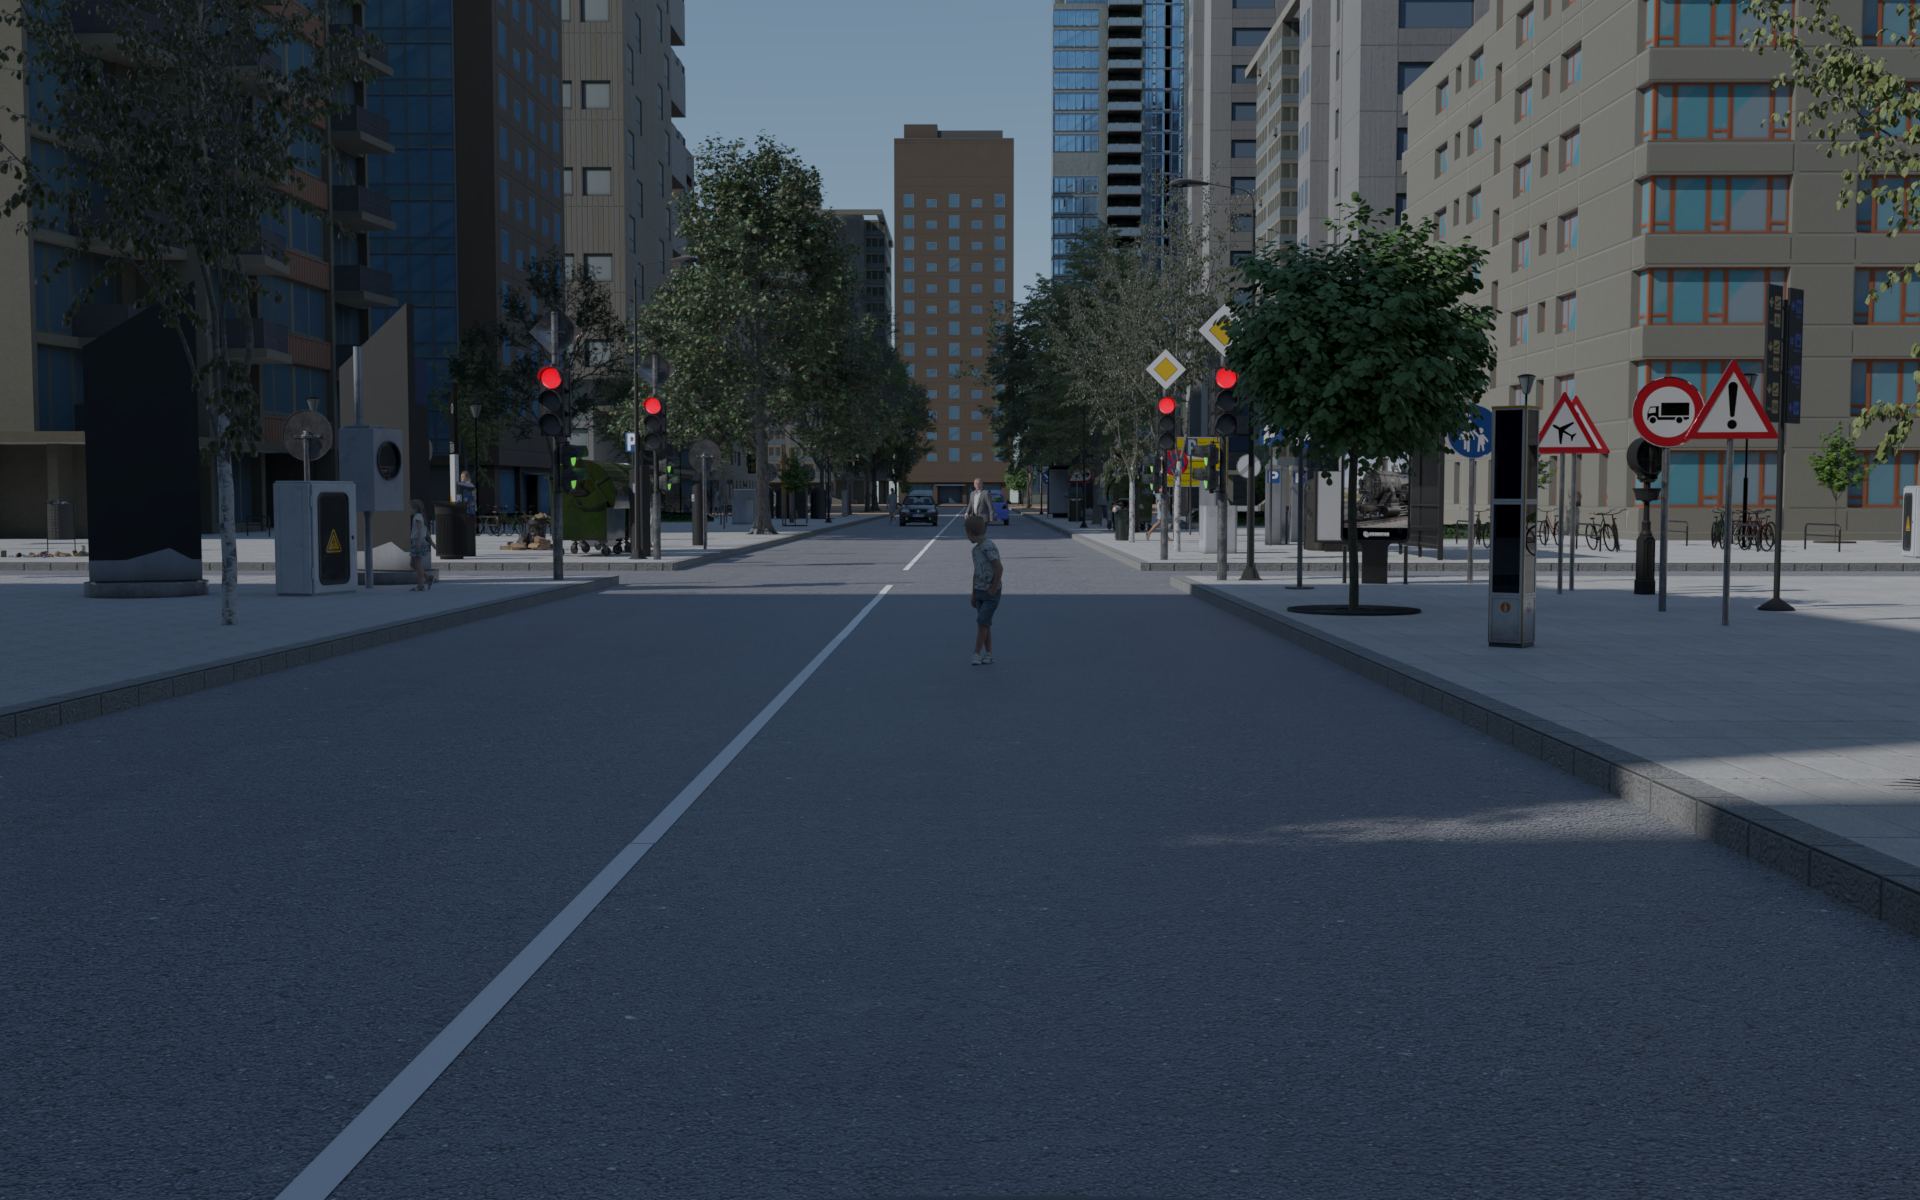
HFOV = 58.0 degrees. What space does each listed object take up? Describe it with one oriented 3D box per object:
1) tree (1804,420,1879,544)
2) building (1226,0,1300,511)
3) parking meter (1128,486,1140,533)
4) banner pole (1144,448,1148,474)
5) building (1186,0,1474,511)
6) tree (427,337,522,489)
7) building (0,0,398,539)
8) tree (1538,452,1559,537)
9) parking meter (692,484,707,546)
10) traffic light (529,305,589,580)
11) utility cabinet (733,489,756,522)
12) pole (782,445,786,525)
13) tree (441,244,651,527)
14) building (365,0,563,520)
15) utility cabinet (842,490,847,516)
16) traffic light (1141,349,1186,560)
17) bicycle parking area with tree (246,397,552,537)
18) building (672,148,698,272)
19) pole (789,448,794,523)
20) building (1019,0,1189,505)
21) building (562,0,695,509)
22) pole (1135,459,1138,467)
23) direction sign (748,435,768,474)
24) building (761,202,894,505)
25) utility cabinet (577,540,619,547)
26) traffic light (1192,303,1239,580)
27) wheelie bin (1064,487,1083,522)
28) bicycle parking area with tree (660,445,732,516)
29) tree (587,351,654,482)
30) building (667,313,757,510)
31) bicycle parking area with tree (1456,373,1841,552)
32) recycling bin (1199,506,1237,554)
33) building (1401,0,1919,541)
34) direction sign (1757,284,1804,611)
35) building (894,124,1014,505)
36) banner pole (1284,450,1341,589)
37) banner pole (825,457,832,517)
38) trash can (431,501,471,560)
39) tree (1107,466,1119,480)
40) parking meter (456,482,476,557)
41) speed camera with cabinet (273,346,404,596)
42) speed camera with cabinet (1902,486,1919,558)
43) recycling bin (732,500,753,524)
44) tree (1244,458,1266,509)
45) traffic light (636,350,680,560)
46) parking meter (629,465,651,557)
[{"bbox_3d":[23.051,-3.098,45.246,1.663,3.219,1.824,0,3,0],"label":"tree"},{"bbox_3d":[35.395,-26.799,130.043,32.217,40.220,23.993,0,4,1],"label":"building"},{"bbox_3d":[5.761,-2.997,57.411,0.372,1.533,0.369,0,3,0],"label":"parking meter"},{"bbox_3d":[9.988,-6.302,93.053,0.401,3.779,0.863,-1,4,-9],"label":"banner pole"},{"bbox_3d":[31.091,-37.533,155.664,21.231,58.520,28.212,0,4,1],"label":"building"},{"bbox_3d":[-22.995,-8.031,81.675,4.737,8.622,4.395,0,3,0],"label":"tree"},{"bbox_3d":[-33.483,-24.846,60.859,22.147,44.769,28.867,0,4,1],"label":"building"},{"bbox_3d":[17.152,-3.519,52.135,1.663,3.219,1.824,0,3,0],"label":"tree"},{"bbox_3d":[-6.484,-2.123,43.125,0.372,1.533,0.369,0,3,0],"label":"parking meter"},{"bbox_3d":[-5.981,-2.252,25.747,0.839,4.253,0.868,0,4,1],"label":"traffic light"},{"bbox_3d":[-9.741,-4.302,79.019,1.173,1.500,0.318,-1,4,-12],"label":"utility cabinet"},{"bbox_3d":[-7.270,-4.748,71.472,0.158,3.312,0.155,0,3,0],"label":"pole"},{"bbox_3d":[-15.599,-8.019,65.527,8.767,10.594,7.601,0,4,-2],"label":"tree"},{"bbox_3d":[-29.270,-26.922,90.279,14.600,45.320,14.200,0,4,1],"label":"building"},{"bbox_3d":[-6.595,-5.506,98.707,0.318,1.500,1.173,0,4,-5],"label":"utility cabinet"},{"bbox_3d":[3.961,-2.736,33.647,0.839,4.253,0.868,0,4,1],"label":"traffic light"},{"bbox_3d":[-17.122,-4.029,52.883,8.231,4.147,9.016,-2,4,-29],"label":"bicycle parking area with tree"},{"bbox_3d":[-40.360,-34.465,213.619,14.200,45.320,14.600,0,4,1],"label":"building"},{"bbox_3d":[-7.483,-5.084,76.970,0.158,3.312,0.155,0,3,0],"label":"pole"},{"bbox_3d":[23.021,-55.289,216.643,31.000,86.520,22.319,0,4,1],"label":"building"},{"bbox_3d":[-34.511,-32.606,122.349,28.713,52.752,27.495,0,4,1],"label":"building"},{"bbox_3d":[8.541,-5.517,84.040,0.158,3.312,0.155,0,3,0],"label":"pole"},{"bbox_3d":[-7.733,-4.541,66.249,0.876,3.537,0.379,2,4,24],"label":"direction sign"},{"bbox_3d":[-20.802,-32.455,222.513,23.993,40.220,32.217,0,4,1],"label":"building"},{"bbox_3d":[-8.797,-1.895,42.140,1.020,1.237,0.306,-2,4,-24],"label":"utility cabinet"},{"bbox_3d":[3.879,-2.247,25.662,0.839,4.253,0.868,0,4,1],"label":"traffic light"},{"bbox_3d":[5.295,-4.435,80.422,0.980,1.594,0.693,0,4,-7],"label":"wheelie bin"},{"bbox_3d":[-15.909,-7.126,103.520,9.016,4.147,8.231,2,4,25],"label":"bicycle parking area with tree"},{"bbox_3d":[-16.797,-8.443,88.404,4.737,8.622,4.395,0,3,0],"label":"tree"},{"bbox_3d":[-34.105,-19.073,156.888,28.899,21.520,27.650,0,4,1],"label":"building"},{"bbox_3d":[16.182,-3.336,41.541,8.231,4.147,9.016,1,4,16],"label":"bicycle parking area with tree"},{"bbox_3d":[5.596,-1.529,37.549,0.722,1.027,0.722,0,4,0],"label":"recycling bin"},{"bbox_3d":[33.317,-13.198,60.825,28.899,21.520,27.650,0,4,1],"label":"building"},{"bbox_3d":[9.009,-1.652,19.010,0.876,3.537,0.379,-3,5,-41],"label":"direction sign"},{"bbox_3d":[-0.640,-34.422,212.905,14.200,45.320,14.600,0,4,1],"label":"building"},{"bbox_3d":[4.815,-2.046,23.466,0.863,3.779,0.401,-2,4,-24],"label":"banner pole"},{"bbox_3d":[-7.416,-6.557,97.217,0.401,3.779,0.863,2,4,24],"label":"banner pole"},{"bbox_3d":[-10.011,-1.372,34.087,0.748,1.137,0.748,0,3,0],"label":"trash can"},{"bbox_3d":[8.686,-6.137,94.948,1.663,3.219,1.824,0,3,0],"label":"tree"},{"bbox_3d":[-10.133,-1.659,35.531,0.372,1.533,0.369,0,3,0],"label":"parking meter"},{"bbox_3d":[-8.087,-1.729,22.612,0.660,3.252,2.038,1,4,16],"label":"speed camera with cabinet"},{"bbox_3d":[19.304,-2.450,34.395,0.660,3.252,2.038,1,4,16],"label":"speed camera with cabinet"},{"bbox_3d":[-9.240,-3.734,73.612,0.722,1.027,0.722,1,4,13],"label":"recycling bin"},{"bbox_3d":[15.938,-5.979,92.353,1.663,3.219,1.824,0,3,0],"label":"tree"},{"bbox_3d":[-5.899,-2.741,33.732,0.839,4.253,0.868,0,4,1],"label":"traffic light"},{"bbox_3d":[-6.542,-1.814,35.373,0.399,1.863,0.255,2,4,33],"label":"parking meter"}]
